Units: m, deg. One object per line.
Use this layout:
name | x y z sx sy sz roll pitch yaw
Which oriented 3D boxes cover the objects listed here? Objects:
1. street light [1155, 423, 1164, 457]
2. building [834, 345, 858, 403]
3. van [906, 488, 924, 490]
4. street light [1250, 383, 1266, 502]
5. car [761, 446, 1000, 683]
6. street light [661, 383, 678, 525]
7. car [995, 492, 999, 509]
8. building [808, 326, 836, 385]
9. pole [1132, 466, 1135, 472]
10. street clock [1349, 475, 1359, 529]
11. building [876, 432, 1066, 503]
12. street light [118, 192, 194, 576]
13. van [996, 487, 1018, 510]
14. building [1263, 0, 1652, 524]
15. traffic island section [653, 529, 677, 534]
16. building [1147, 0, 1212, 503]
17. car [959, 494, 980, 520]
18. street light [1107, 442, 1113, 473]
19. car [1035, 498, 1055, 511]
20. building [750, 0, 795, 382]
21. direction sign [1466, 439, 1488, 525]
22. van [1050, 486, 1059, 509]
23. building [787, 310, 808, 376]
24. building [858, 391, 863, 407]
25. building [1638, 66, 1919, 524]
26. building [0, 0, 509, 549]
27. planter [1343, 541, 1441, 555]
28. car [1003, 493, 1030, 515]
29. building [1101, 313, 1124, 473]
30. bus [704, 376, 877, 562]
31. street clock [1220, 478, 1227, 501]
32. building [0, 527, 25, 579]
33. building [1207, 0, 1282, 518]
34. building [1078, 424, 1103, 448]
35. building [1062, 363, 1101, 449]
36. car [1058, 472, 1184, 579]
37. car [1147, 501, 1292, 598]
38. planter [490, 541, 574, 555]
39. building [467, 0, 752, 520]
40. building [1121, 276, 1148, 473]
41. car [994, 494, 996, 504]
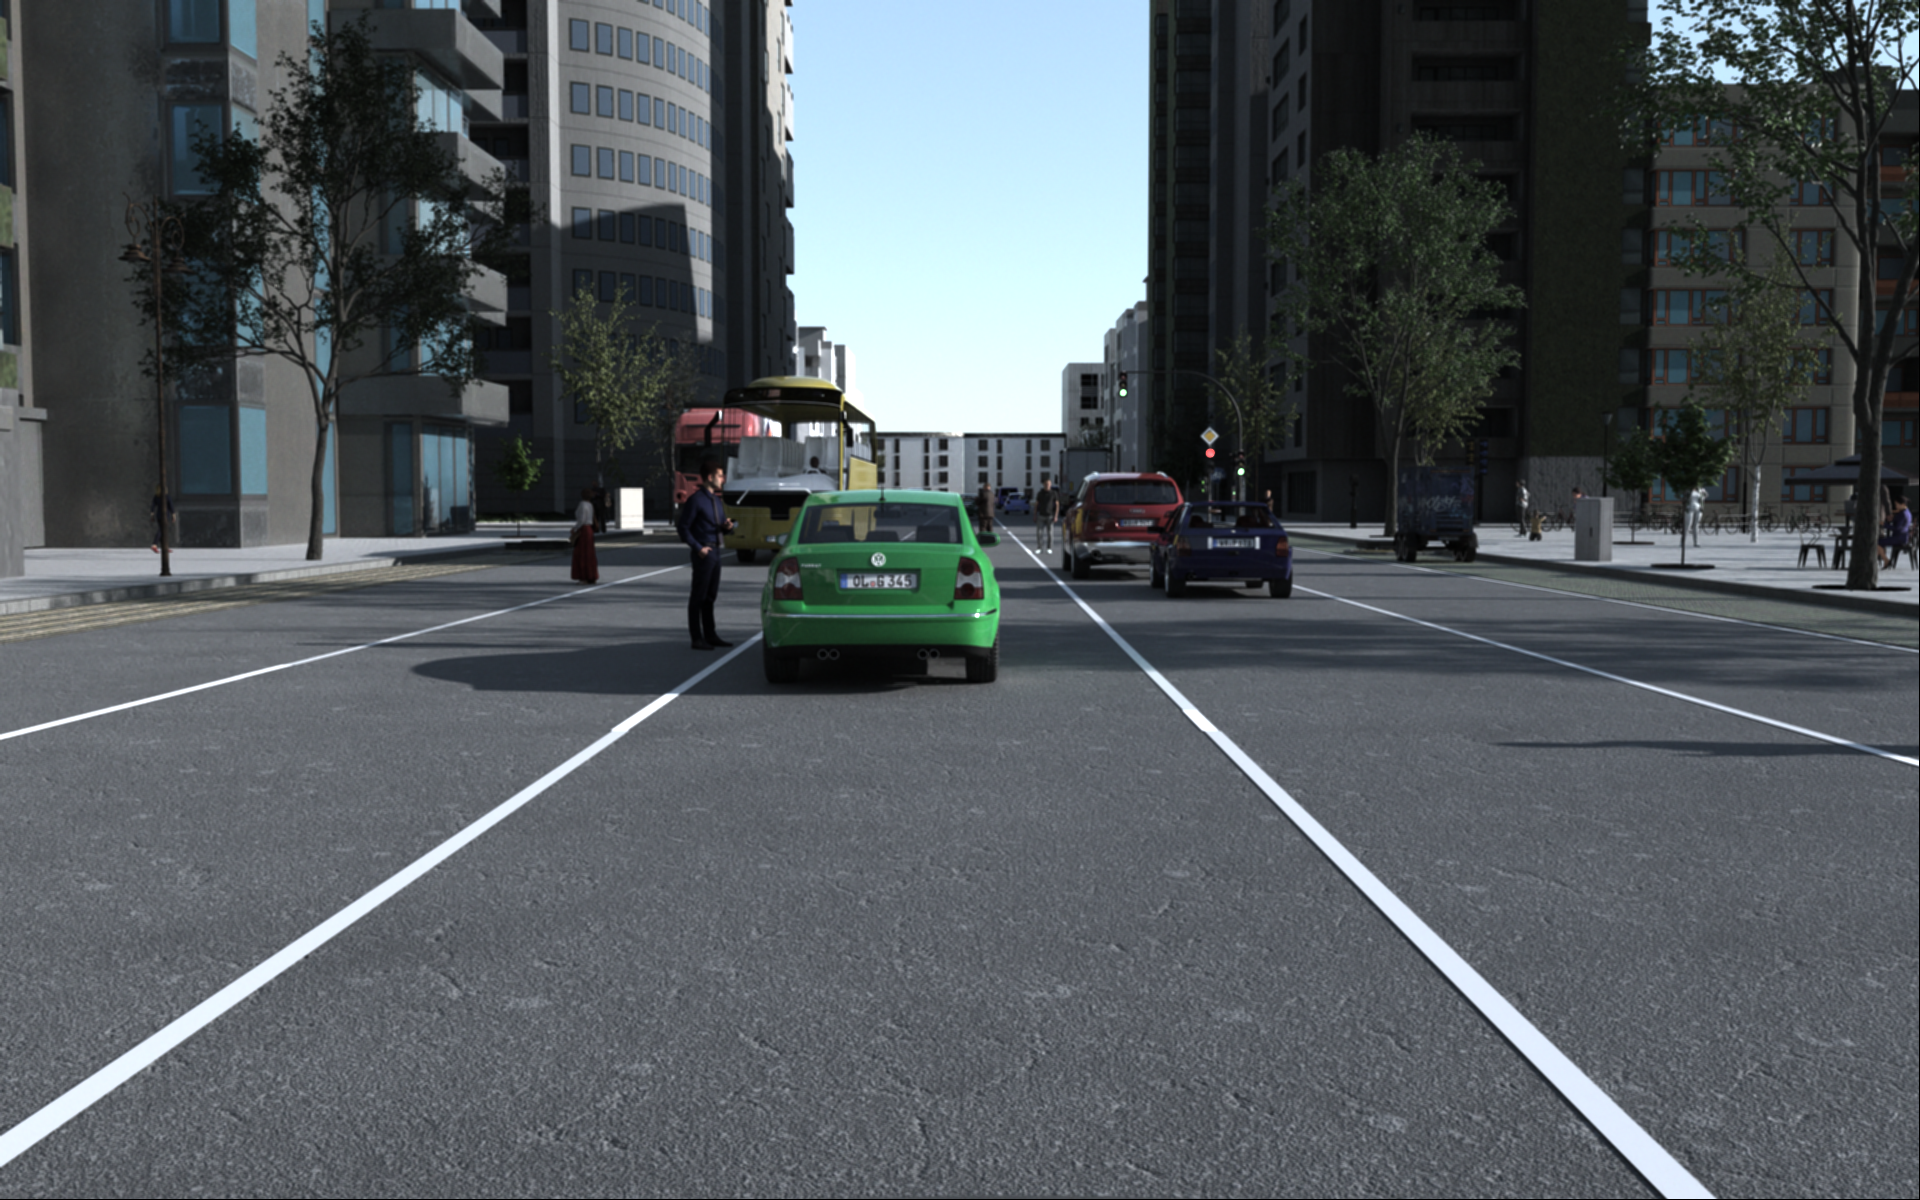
street light | 12.657 -8.367 109.588 0.468 5.910 1.993 0 4 0
building | -29.219 -21.218 213.363 31.486 18.905 16.747 0 4 0
van | -3.075 -6.802 118.219 2.013 2.044 4.112 0 4 -1
street light | 12.383 -6.088 72.329 0.468 5.910 1.993 0 4 0
car | -0.618 -0.350 14.512 1.959 1.807 4.718 0 4 -1
street light | -12.126 -6.094 72.422 0.468 5.910 1.993 0 4 0
car | 4.560 -9.917 170.821 2.281 1.827 5.304 0 3 0
building | -21.720 -20.603 193.281 16.016 20.091 11.380 0 4 0
pole | 12.594 -8.073 125.839 0.158 3.312 0.155 0 3 0
street clock | 14.637 -3.657 64.368 0.358 2.002 0.471 0 4 -2
building | 0.479 -18.145 238.812 28.070 9.664 9.099 0 4 0
street light | -12.424 -3.310 26.907 0.468 5.910 1.993 0 4 0
van | 4.519 -9.637 161.944 2.240 2.365 5.245 0 4 0
building | 22.257 -18.868 80.194 14.107 30.474 14.160 0 4 0
traffic island section | -10.159 -2.571 64.316 2.009 0.180 2.903 0 4 0
building | 22.013 -27.895 139.682 14.154 41.232 14.086 0 4 0
car | 0.377 -5.174 96.386 2.131 1.459 4.920 0 4 1
street light | 12.787 -10.646 146.848 0.468 5.910 1.993 0 4 0
car | 7.490 -8.593 150.088 1.945 1.707 3.694 0 4 2
building | -27.044 -33.139 131.062 28.713 52.752 27.495 0 4 0
direction sign | 21.251 -4.850 71.288 0.876 3.537 0.379 1 4 8
van | 7.680 -8.333 140.630 2.240 2.365 5.245 0 4 1
building | -22.294 -18.158 153.304 16.016 20.091 11.380 0 4 0
building | -29.777 -22.951 241.700 31.486 18.905 16.747 0 4 0
building | 43.799 -14.801 87.031 28.899 21.520 27.650 0 4 0
building | -29.644 -26.282 49.321 30.456 49.044 23.786 0 4 0
planter | 10.207 -1.229 41.235 1.991 0.319 1.994 0 4 0
car | 4.017 -6.921 122.747 1.945 1.707 3.694 0 4 -1
building | 24.277 -19.013 177.325 16.747 18.905 31.486 0 4 0
bus | -3.493 -2.949 39.759 2.896 3.916 12.252 0 4 0
street clock | 12.193 -4.624 80.177 0.358 2.002 0.471 1 4 23
building | -21.503 -20.495 18.696 14.154 41.232 14.086 0 4 0
building | 25.703 -34.362 103.824 21.231 58.520 28.212 0 4 0
building | 19.611 -16.251 207.843 9.099 9.664 28.070 0 4 0
building | 30.354 -22.936 241.458 31.486 18.905 16.747 0 4 0
car | 2.911 -1.351 30.770 2.281 1.827 5.304 0 4 1
car | 3.743 -0.775 25.259 1.945 1.354 3.894 0 4 1
planter | -9.966 -1.238 41.379 1.991 0.319 1.994 0 4 0
building | -23.789 -33.828 95.080 21.231 58.520 28.212 0 4 0
building | 22.764 -18.317 155.903 16.016 20.091 11.380 0 4 0
car | 4.853 -12.556 214.879 1.945 1.707 3.694 0 4 2
